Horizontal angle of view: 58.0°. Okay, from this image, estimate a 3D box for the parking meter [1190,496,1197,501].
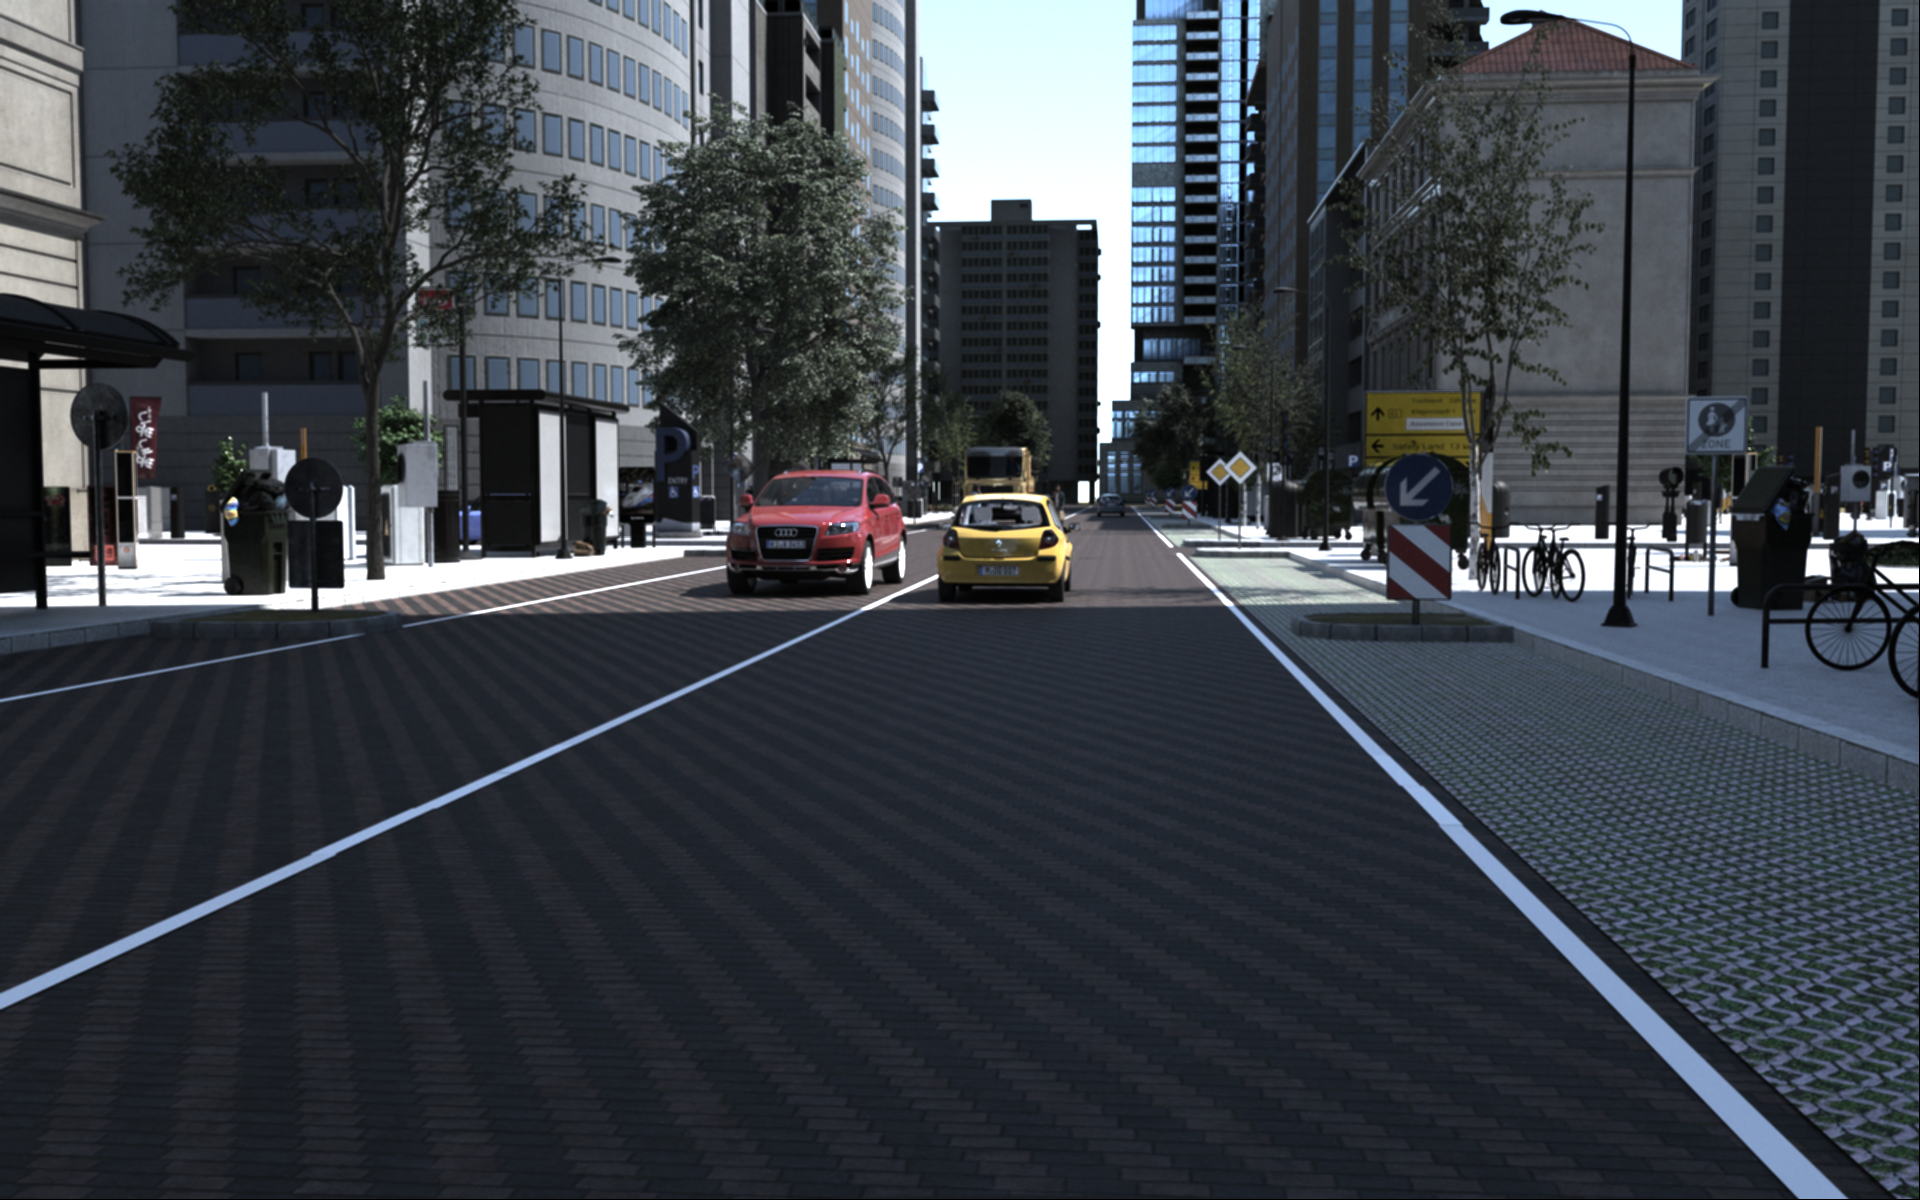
[{"bbox_3d":[13.956,-5.820,103.572,0.372,1.533,0.369,0,3,0],"label":"parking meter"}]

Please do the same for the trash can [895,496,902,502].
[{"bbox_3d":[-3.815,-5.789,106.297,0.748,1.137,0.748,0,3,0],"label":"trash can"}]

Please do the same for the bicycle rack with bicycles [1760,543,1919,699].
[{"bbox_3d":[7.085,0.092,11.874,2.925,0.926,2.852,0,4,-5],"label":"bicycle rack with bicycles"}]

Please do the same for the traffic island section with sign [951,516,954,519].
[{"bbox_3d":[0.552,-5.608,100.321,1.989,1.847,2.006,0,4,5],"label":"traffic island section with sign"}]

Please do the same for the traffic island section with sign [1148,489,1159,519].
[{"bbox_3d":[11.956,-5.564,99.600,1.989,1.847,2.006,0,4,5],"label":"traffic island section with sign"}]

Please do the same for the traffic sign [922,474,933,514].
[{"bbox_3d":[-2.090,-6.605,108.095,0.768,2.556,0.104,1,4,10],"label":"traffic sign"}]

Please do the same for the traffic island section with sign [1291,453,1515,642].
[{"bbox_3d":[4.429,-0.551,17.644,1.989,1.847,2.006,0,4,5],"label":"traffic island section with sign"}]

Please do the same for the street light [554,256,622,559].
[{"bbox_3d":[-7.301,-3.761,34.031,1.470,5.913,1.316,0,4,5],"label":"street light"}]

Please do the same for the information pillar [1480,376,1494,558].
[{"bbox_3d":[10.535,-2.645,34.607,0.183,3.616,0.504,0,4,-1],"label":"information pillar"}]

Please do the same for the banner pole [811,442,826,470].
[{"bbox_3d":[-5.765,-4.964,71.183,0.863,3.779,0.401,-1,4,-12],"label":"banner pole"}]

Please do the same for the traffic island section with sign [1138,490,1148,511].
[{"bbox_3d":[16.531,-8.601,149.260,1.989,1.847,2.006,0,4,5],"label":"traffic island section with sign"}]

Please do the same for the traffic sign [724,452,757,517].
[{"bbox_3d":[-5.198,-2.284,40.992,0.795,2.450,0.064,0,4,5],"label":"traffic sign"}]

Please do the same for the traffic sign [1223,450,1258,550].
[{"bbox_3d":[6.445,-2.218,39.906,0.795,2.450,0.064,0,4,5],"label":"traffic sign"}]

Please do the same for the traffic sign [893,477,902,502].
[{"bbox_3d":[-3.775,-6.261,104.495,0.606,2.300,0.079,1,4,10],"label":"traffic sign"}]

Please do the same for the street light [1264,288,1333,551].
[{"bbox_3d":[7.740,-4.072,39.112,1.470,5.913,1.316,0,4,5],"label":"street light"}]

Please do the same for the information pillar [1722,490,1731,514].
[{"bbox_3d":[49.729,-7.398,112.316,0.504,3.616,0.183,0,4,5],"label":"information pillar"}]

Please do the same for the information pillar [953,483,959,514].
[{"bbox_3d":[-0.269,-6.648,113.186,0.304,2.012,0.304,3,4,38],"label":"information pillar"}]

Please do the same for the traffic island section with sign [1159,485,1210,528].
[{"bbox_3d":[9.489,-3.922,72.758,1.989,1.847,2.006,0,4,5],"label":"traffic island section with sign"}]

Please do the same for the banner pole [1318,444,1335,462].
[{"bbox_3d":[18.312,-5.907,86.596,0.863,3.779,0.401,1,4,14],"label":"banner pole"}]

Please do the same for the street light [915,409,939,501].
[{"bbox_3d":[-1.820,-7.403,93.573,1.470,5.913,1.316,0,4,5],"label":"street light"}]

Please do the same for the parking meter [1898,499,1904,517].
[{"bbox_3d":[52.058,-5.507,95.746,0.255,1.863,0.399,0,4,7],"label":"parking meter"}]

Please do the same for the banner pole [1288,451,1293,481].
[{"bbox_3d":[16.766,-6.056,89.035,0.863,3.779,0.401,3,4,37],"label":"banner pole"}]

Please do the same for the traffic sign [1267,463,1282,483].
[{"bbox_3d":[10.305,-3.327,56.523,0.606,2.300,0.079,1,4,9],"label":"traffic sign"}]

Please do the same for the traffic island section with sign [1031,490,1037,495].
[{"bbox_3d":[7.667,-10.343,177.730,1.989,1.847,2.006,0,4,5],"label":"traffic island section with sign"}]

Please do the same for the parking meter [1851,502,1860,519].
[{"bbox_3d":[46.119,-5.103,89.138,0.255,1.863,0.399,0,4,-3],"label":"parking meter"}]

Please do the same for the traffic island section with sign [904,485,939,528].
[{"bbox_3d":[-1.909,-3.966,73.478,1.989,1.847,2.006,0,4,5],"label":"traffic island section with sign"}]

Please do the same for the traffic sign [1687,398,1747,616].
[{"bbox_3d":[7.930,-0.984,18.224,0.606,2.300,0.079,1,4,13],"label":"traffic sign"}]

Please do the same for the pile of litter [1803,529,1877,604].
[{"bbox_3d":[10.522,-0.434,21.062,1.719,0.858,1.176,-3,4,-37],"label":"pile of litter"}]

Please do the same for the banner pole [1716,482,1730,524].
[{"bbox_3d":[32.592,-5.167,74.491,0.863,3.779,0.401,-2,4,-24],"label":"banner pole"}]

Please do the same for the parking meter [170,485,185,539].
[{"bbox_3d":[-22.578,-2.541,49.952,0.372,1.533,0.369,0,3,0],"label":"parking meter"}]

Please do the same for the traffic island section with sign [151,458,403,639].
[{"bbox_3d":[-6.996,-0.581,18.120,1.989,1.847,2.006,0,4,5],"label":"traffic island section with sign"}]

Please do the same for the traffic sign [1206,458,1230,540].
[{"bbox_3d":[7.176,-2.704,47.858,0.795,2.450,0.064,0,4,5],"label":"traffic sign"}]

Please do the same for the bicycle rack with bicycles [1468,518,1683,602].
[{"bbox_3d":[7.707,-0.508,21.692,2.852,0.926,2.925,1,4,14],"label":"bicycle rack with bicycles"}]

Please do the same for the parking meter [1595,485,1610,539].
[{"bbox_3d":[18.328,-2.508,49.410,0.372,1.533,0.369,0,3,0],"label":"parking meter"}]

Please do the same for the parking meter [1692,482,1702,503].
[{"bbox_3d":[35.243,-4.719,82.868,0.255,1.863,0.399,-1,4,-17],"label":"parking meter"}]

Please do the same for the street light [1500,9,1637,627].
[{"bbox_3d":[5.882,-2.704,16.745,1.470,5.913,1.316,0,4,5],"label":"street light"}]

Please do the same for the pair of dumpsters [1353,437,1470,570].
[{"bbox_3d":[8.220,-1.771,31.450,1.574,2.255,4.437,0,4,5],"label":"pair of dumpsters"}]

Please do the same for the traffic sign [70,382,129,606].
[{"bbox_3d":[-9.835,-1.204,19.788,0.768,2.556,0.104,1,4,14],"label":"traffic sign"}]

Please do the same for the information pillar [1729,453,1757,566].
[{"bbox_3d":[13.959,-1.613,30.873,0.304,2.012,0.304,-2,4,-33],"label":"information pillar"}]

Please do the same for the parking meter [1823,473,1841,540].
[{"bbox_3d":[24.521,-2.632,48.739,0.399,1.863,0.255,0,4,5],"label":"parking meter"}]

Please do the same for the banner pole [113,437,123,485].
[{"bbox_3d":[-28.015,-4.141,57.722,0.401,3.779,0.863,0,4,-2],"label":"banner pole"}]

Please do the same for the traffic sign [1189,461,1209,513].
[{"bbox_3d":[15.137,-6.854,105.935,2.265,3.308,0.079,1,4,14],"label":"traffic sign"}]

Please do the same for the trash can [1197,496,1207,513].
[{"bbox_3d":[16.561,-6.532,118.453,0.748,1.137,0.748,0,3,0],"label":"trash can"}]

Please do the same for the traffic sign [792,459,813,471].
[{"bbox_3d":[-4.468,-2.771,48.944,0.795,2.450,0.064,0,4,5],"label":"traffic sign"}]

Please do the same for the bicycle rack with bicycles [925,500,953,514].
[{"bbox_3d":[-1.760,-5.991,111.328,2.852,0.926,2.925,1,4,21],"label":"bicycle rack with bicycles"}]

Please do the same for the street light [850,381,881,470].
[{"bbox_3d":[-3.938,-6.037,71.240,1.470,5.913,1.316,0,4,5],"label":"street light"}]

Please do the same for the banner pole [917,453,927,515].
[{"bbox_3d":[-2.399,-7.107,106.208,0.863,3.779,0.401,-3,4,-38],"label":"banner pole"}]

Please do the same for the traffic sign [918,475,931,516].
[{"bbox_3d":[-2.088,-6.191,102.404,0.795,2.450,0.064,0,4,8],"label":"traffic sign"}]

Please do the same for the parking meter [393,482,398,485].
[{"bbox_3d":[-19.427,-3.292,59.532,0.399,1.863,0.255,2,4,24],"label":"parking meter"}]

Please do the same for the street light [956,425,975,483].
[{"bbox_3d":[0.284,-8.826,116.839,1.470,5.913,1.316,0,4,5],"label":"street light"}]

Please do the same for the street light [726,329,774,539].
[{"bbox_3d":[-5.923,-4.670,48.895,1.470,5.913,1.316,0,4,5],"label":"street light"}]

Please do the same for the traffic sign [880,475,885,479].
[{"bbox_3d":[-4.288,-5.695,95.236,0.606,2.300,0.079,0,4,6],"label":"traffic sign"}]

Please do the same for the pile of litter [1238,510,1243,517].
[{"bbox_3d":[15.456,-5.125,97.763,1.176,0.858,1.719,-3,5,-40],"label":"pile of litter"}]

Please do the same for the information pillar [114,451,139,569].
[{"bbox_3d":[-14.223,-1.534,29.570,0.304,2.012,0.304,-1,4,-18],"label":"information pillar"}]

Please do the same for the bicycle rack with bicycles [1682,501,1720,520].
[{"bbox_3d":[36.701,-4.534,87.505,2.852,0.926,2.925,0,4,3],"label":"bicycle rack with bicycles"}]

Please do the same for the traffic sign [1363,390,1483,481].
[{"bbox_3d":[9.075,-2.456,34.026,2.265,3.308,0.079,1,4,9],"label":"traffic sign"}]

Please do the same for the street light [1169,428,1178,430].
[{"bbox_3d":[15.486,-9.173,122.523,1.470,5.913,1.316,0,4,5],"label":"street light"}]
